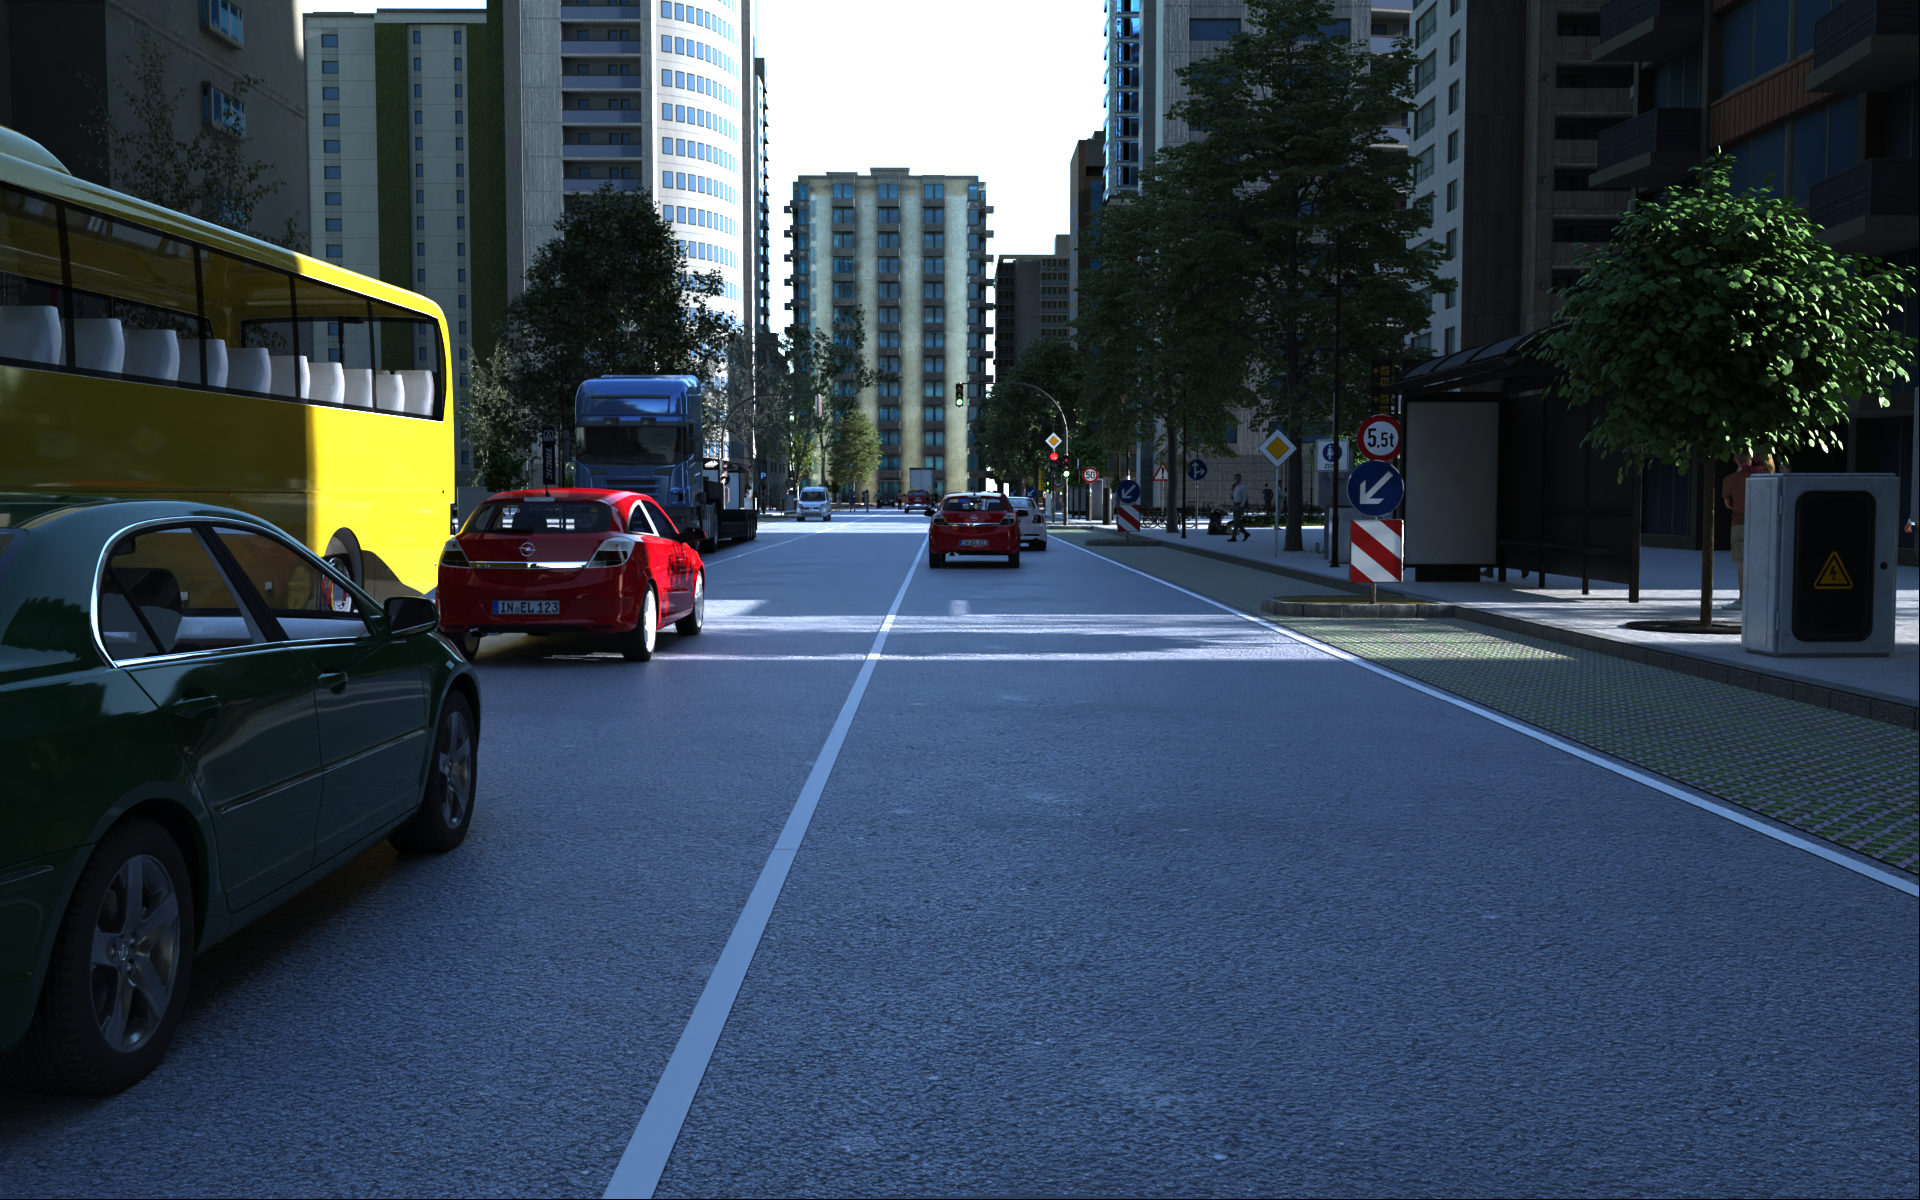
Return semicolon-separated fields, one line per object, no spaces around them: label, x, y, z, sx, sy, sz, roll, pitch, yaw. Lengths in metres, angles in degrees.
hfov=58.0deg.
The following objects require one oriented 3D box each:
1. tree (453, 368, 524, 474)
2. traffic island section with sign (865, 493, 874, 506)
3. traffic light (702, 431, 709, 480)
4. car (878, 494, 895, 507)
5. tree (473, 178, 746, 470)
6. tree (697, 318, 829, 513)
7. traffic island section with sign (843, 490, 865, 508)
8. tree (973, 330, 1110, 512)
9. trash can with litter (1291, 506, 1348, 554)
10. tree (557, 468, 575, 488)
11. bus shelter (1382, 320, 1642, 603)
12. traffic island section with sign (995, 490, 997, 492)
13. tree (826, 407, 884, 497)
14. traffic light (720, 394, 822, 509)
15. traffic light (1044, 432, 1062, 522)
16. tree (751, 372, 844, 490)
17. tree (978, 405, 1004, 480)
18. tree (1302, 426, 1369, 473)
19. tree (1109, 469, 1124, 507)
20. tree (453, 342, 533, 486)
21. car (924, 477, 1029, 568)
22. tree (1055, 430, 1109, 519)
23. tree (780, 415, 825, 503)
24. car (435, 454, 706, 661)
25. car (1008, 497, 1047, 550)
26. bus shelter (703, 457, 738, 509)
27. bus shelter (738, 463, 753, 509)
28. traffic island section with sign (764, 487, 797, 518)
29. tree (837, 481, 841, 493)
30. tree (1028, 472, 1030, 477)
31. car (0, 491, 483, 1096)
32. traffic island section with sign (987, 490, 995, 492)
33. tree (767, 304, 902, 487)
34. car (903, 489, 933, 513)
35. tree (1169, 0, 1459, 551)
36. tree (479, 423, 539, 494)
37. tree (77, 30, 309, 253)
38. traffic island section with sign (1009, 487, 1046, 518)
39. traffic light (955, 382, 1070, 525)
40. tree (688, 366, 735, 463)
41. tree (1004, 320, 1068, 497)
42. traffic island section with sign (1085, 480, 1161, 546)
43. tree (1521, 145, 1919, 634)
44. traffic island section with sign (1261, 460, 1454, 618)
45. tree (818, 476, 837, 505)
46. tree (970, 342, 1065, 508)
tree;-27.469;-9.223;101.155;4.737;8.622;4.395;0;3;0
traffic island section with sign;-11.399;-12.195;208.018;1.989;1.847;2.006;0;4;0
traffic light;-10.673;-4.994;70.579;0.839;4.253;0.868;0;4;0
car;-7.975;-10.934;188.557;2.009;1.686;4.222;0;4;0
tree;-12.647;-8.930;63.007;9.611;12.733;9.660;0;3;0
tree;-14.313;-12.845;120.388;12.009;13.543;11.850;0;3;0
traffic island section with sign;-11.199;-10.547;181.063;1.989;1.847;2.006;0;4;0
tree;6.197;-12.509;121.528;9.611;12.733;9.660;0;3;0
trash can with litter;8.270;-1.598;37.186;1.678;1.210;2.233;-1;4;-19
tree;-29.364;-8.316;130.571;1.663;3.219;1.824;0;3;0
bus shelter;7.233;-1.766;22.793;2.014;3.302;5.546;0;4;0
traffic island section with sign;3.882;-7.496;131.185;1.989;1.847;2.006;0;4;0
tree;-13.574;-18.895;227.061;7.486;12.596;7.792;0;3;0
traffic light;-8.641;-6.358;78.614;4.771;5.953;1.251;0;4;0
traffic light;4.228;-5.490;78.690;0.839;4.253;0.868;0;4;0
tree;-13.754;-13.398;144.818;9.928;11.665;9.643;0;3;0
tree;5.672;-15.546;172.298;7.486;12.596;7.792;0;3;0
tree;18.254;-6.105;83.530;4.285;4.588;4.351;0;3;0
tree;12.036;-8.483;133.305;1.663;3.219;1.824;0;3;0
tree;-22.048;-8.043;81.867;4.360;8.622;3.978;0;3;0
car;0.321;-1.597;35.151;2.155;1.783;4.494;0;4;2
tree;6.166;-6.466;89.434;4.285;4.588;4.351;0;3;0
tree;-14.247;-12.450;153.917;4.737;8.622;4.395;0;3;0
car;-3.540;-0.446;16.338;2.155;1.783;4.494;0;4;0
car;1.243;-2.022;45.424;2.083;1.381;4.827;0;4;-1
bus shelter;-14.130;-6.390;98.399;2.014;3.302;5.546;0;4;0
bus shelter;-14.624;-7.177;111.261;2.014;3.302;5.546;0;4;0
traffic island section with sign;-10.638;-5.793;103.346;1.989;1.847;2.006;0;4;0
tree;-15.140;-13.060;208.136;1.663;3.219;1.824;0;3;0
tree;6.957;-14.392;185.675;4.737;8.622;4.395;0;3;0
car;-2.907;0.383;5.543;2.131;1.459;4.920;0;4;-1
traffic island section with sign;3.311;-12.197;208.047;1.989;1.847;2.006;0;4;0
tree;-12.330;-19.305;171.519;12.611;20.169;13.585;0;3;0
car;-3.165;-7.457;130.594;2.281;1.827;5.304;0;4;-1
tree;7.361;-7.406;39.220;7.486;12.596;7.792;0;3;0
tree;-12.594;-3.214;47.154;1.663;3.219;1.824;0;3;0
tree;-12.421;-4.749;28.009;4.360;8.622;3.978;0;3;0
traffic island section with sign;4.089;-5.804;103.525;1.989;1.847;2.006;0;4;0
traffic light;2.197;-5.864;70.549;4.771;5.953;1.251;0;4;0
tree;-13.614;-8.401;87.712;4.360;8.622;3.978;0;3;0
tree;6.765;-8.496;57.038;7.486;12.596;7.792;0;3;0
traffic island section with sign;4.498;-2.418;48.165;1.989;1.847;2.006;0;4;0
tree;7.063;-2.003;16.458;4.285;4.588;4.351;0;3;0
traffic island section with sign;4.704;-0.748;20.859;1.989;1.847;2.006;0;4;0
tree;-14.107;-11.484;182.372;1.663;3.219;1.824;0;3;0
tree;6.194;-14.520;144.060;9.857;13.997;8.962;0;3;0
